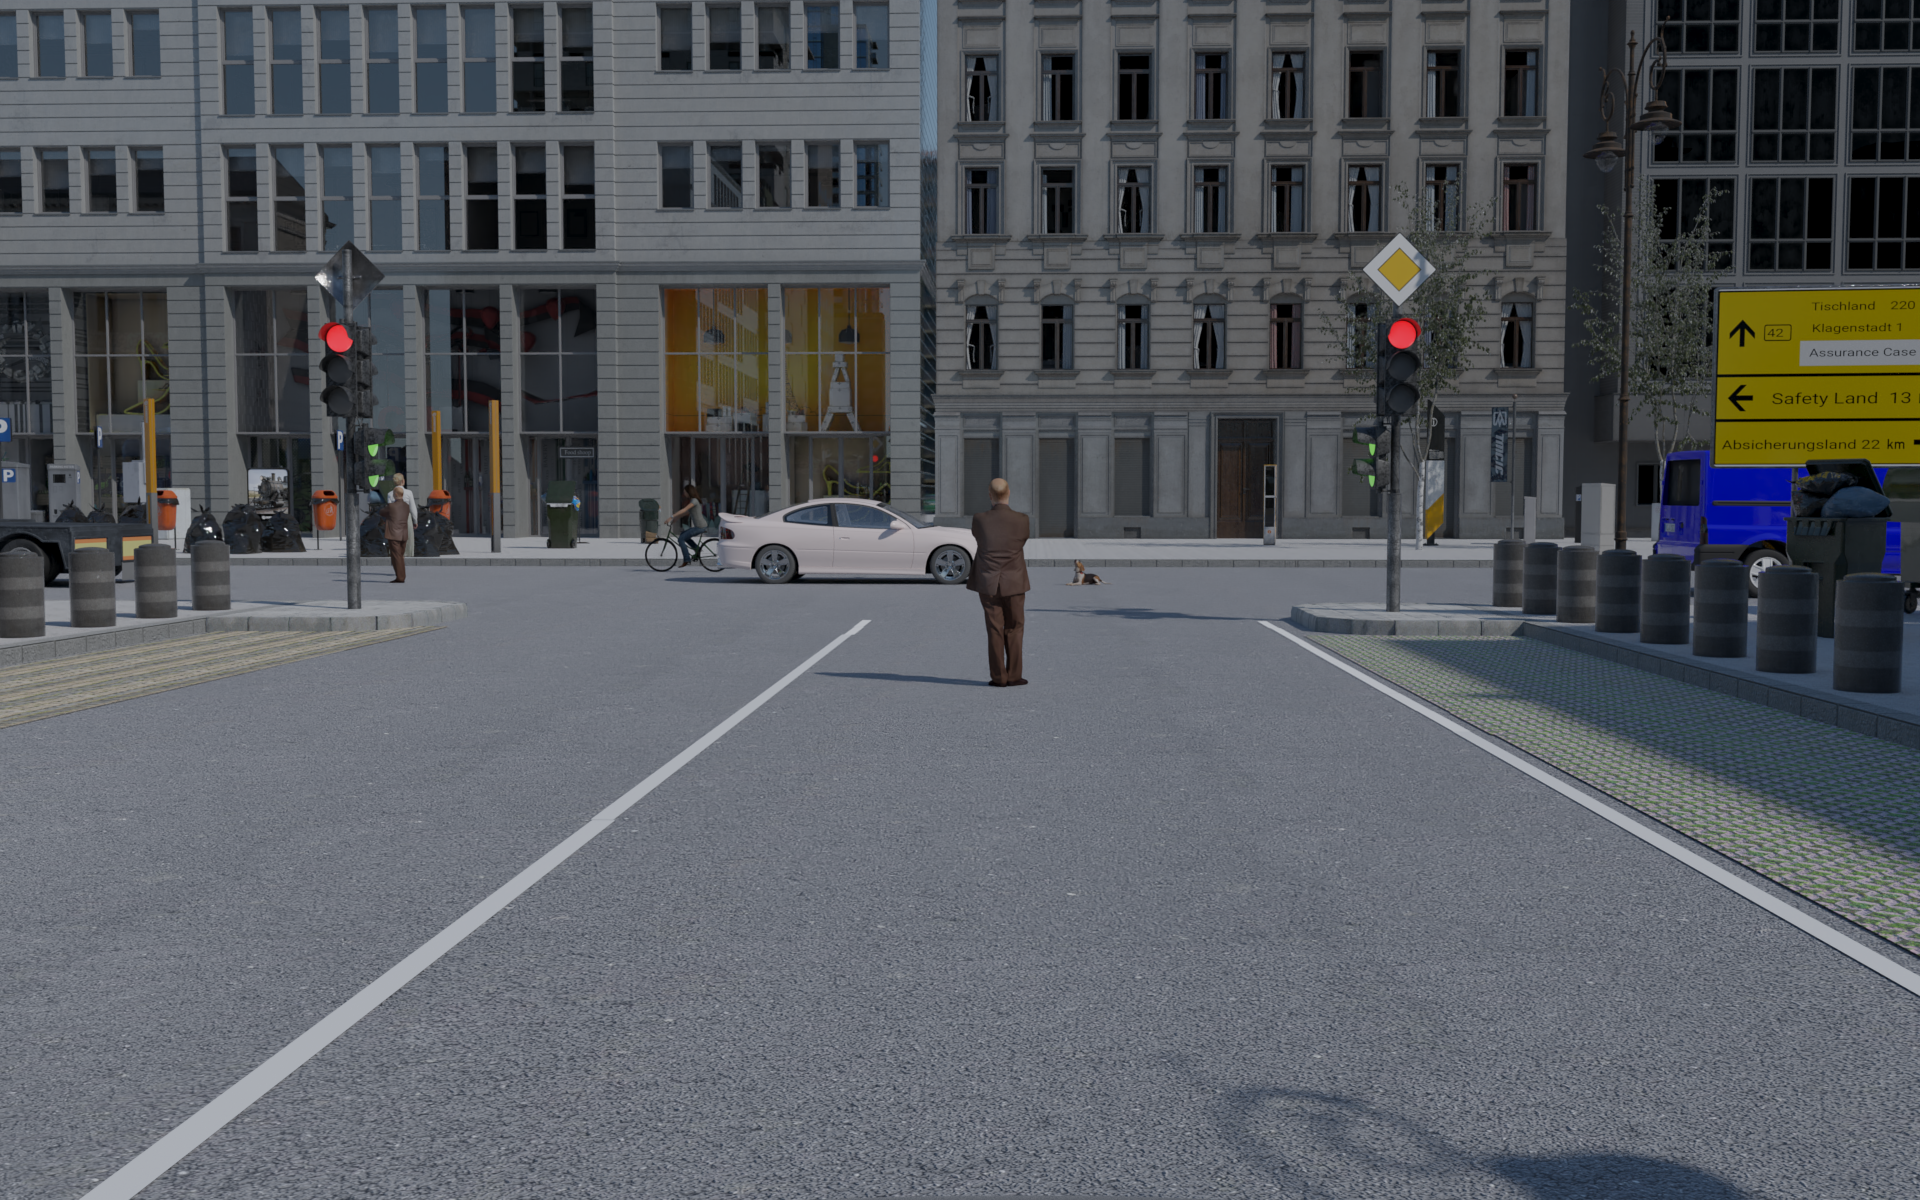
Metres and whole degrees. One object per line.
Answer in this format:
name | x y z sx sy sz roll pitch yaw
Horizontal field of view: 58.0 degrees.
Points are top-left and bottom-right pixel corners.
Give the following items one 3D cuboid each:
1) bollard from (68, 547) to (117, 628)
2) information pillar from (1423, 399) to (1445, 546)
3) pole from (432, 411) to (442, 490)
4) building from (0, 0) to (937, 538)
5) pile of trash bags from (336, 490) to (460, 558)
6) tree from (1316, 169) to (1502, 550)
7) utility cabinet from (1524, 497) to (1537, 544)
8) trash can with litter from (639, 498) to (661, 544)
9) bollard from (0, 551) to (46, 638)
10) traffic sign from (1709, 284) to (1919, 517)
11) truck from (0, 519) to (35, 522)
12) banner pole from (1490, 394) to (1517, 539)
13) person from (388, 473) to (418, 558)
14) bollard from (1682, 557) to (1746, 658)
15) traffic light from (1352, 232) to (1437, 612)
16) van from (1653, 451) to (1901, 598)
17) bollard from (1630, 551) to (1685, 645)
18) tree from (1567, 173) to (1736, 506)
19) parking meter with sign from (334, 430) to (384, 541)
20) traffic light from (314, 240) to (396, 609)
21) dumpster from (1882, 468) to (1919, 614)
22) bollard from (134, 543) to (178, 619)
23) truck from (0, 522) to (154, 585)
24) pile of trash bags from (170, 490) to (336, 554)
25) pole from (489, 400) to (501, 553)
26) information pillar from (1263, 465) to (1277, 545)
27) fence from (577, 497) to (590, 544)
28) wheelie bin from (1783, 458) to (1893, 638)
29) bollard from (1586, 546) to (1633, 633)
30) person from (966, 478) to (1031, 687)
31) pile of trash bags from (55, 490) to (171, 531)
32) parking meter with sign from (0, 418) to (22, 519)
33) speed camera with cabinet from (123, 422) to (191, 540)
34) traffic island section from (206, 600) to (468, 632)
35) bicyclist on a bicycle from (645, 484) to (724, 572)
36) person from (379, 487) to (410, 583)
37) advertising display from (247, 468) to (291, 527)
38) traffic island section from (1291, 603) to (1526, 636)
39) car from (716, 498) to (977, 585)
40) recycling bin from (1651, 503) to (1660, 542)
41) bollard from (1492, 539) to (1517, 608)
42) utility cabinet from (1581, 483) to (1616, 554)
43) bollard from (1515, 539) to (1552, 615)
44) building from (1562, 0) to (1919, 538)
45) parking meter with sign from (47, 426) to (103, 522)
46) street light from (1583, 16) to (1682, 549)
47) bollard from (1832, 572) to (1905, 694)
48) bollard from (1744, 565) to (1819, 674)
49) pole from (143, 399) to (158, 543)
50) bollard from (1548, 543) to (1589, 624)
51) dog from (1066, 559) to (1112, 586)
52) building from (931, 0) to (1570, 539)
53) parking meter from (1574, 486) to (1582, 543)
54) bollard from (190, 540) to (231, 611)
bollard | -8.401 -0.126 16.770 0.404 0.777 0.398 0 3 0
information pillar | 11.766 -3.155 42.931 0.504 3.616 0.183 -1 4 -20
pole | -12.837 -2.977 42.524 0.158 3.312 0.155 0 3 0
building | -15.632 -16.969 54.930 29.804 29.767 11.434 0 4 2
pile of trash bags | -11.480 -1.640 36.562 1.912 1.369 3.447 0 4 2
tree | 10.519 -5.473 39.843 4.360 8.622 3.978 0 3 0
utility cabinet | 14.519 -2.014 44.098 0.306 1.237 1.020 1 4 18
trash can with litter | -7.977 -2.050 44.907 0.624 1.170 1.055 -1 4 -20
bollard | -8.453 -0.052 15.563 0.404 0.777 0.398 0 3 0
traffic sign | 8.535 -1.413 16.975 2.265 3.308 0.079 1 4 9
truck | -27.406 -2.631 32.783 18.799 4.110 2.967 0 4 2
banner pole | 13.722 -3.278 43.614 0.401 3.779 0.863 -3 5 -43
person | -9.834 -1.328 30.434 0.478 1.798 0.641 0 4 3
bollard | 6.029 0.061 13.726 0.404 0.777 0.398 0 3 0
traffic light | 4.703 -1.825 18.767 0.839 4.253 0.868 0 4 2
van | 12.735 -1.227 24.447 5.245 2.365 2.240 0 4 4
bollard | 6.080 -0.013 14.926 0.404 0.777 0.398 0 3 0
tree | 16.065 -5.449 39.457 4.360 8.622 3.978 0 3 0
parking meter with sign | -16.130 -3.126 47.378 1.738 3.016 0.543 0 4 -3
traffic light | -6.749 -1.854 19.233 0.839 4.253 0.868 0 4 2
dumpster | 10.635 -0.930 17.699 1.502 2.255 1.985 0 4 3
bollard | -8.351 -0.200 17.983 0.404 0.777 0.398 0 3 0
truck | -22.725 -2.325 27.766 18.799 4.110 2.967 0 4 3
pile of trash bags | -15.270 -1.751 38.378 1.912 1.369 3.447 2 4 32
pole | -10.150 -2.687 37.783 0.158 3.312 0.155 0 3 0
information pillar | 7.782 -2.384 43.472 0.304 2.012 0.304 1 4 14
fence | -10.253 -2.117 45.811 0.480 1.192 2.264 -1 4 -22
wheelie bin | 7.893 -0.469 15.581 0.693 1.594 0.980 -2 4 -25
bollard | 6.132 -0.086 16.127 0.404 0.777 0.398 0 3 0
person | 0.286 -0.132 12.935 0.482 1.546 0.388 0 4 1
pile of trash bags | -19.427 -1.863 40.219 3.447 1.369 1.912 2 4 25
parking meter with sign | -22.033 -2.702 40.433 0.543 3.016 1.738 0 4 -6
speed camera with cabinet | -22.446 -3.308 48.414 0.660 3.252 2.038 1 4 15
traffic island section | -6.789 0.178 19.369 2.009 0.180 2.903 0 4 2
bicyclist on a bicycle | -4.993 -1.329 31.744 1.625 1.676 1.499 0 4 3
person | -9.100 -1.047 27.891 0.388 1.546 0.482 2 4 30
advertising display | -16.886 -2.270 42.330 0.974 1.923 0.123 -1 4 -12
traffic island section | 4.742 0.208 18.880 2.009 0.180 2.903 0 4 2
car | -1.559 -0.975 28.298 4.827 1.381 2.083 0 4 4
recycling bin | 19.197 -2.106 46.980 0.722 1.027 0.722 2 4 31
bollard | 6.285 -0.308 19.748 0.404 0.777 0.398 0 3 0
utility cabinet | 13.040 -1.633 35.377 0.318 1.500 1.173 0 4 2
bollard | 6.236 -0.234 18.547 0.404 0.777 0.398 0 3 0
building | 29.573 -15.977 54.736 24.014 27.812 14.314 0 4 2
parking meter with sign | -22.911 -2.938 44.296 1.738 3.016 0.543 -1 4 -15
street light | 6.699 -2.730 17.428 0.468 5.910 1.993 0 4 2
bollard | 5.931 0.209 11.308 0.404 0.777 0.398 0 3 0
bollard | 5.982 0.134 12.525 0.404 0.777 0.398 0 3 0
pole | -17.343 -2.647 37.128 0.158 3.312 0.155 0 3 0
bollard | 6.182 -0.160 17.328 0.404 0.777 0.398 0 3 0
dog | 2.043 -0.435 27.300 0.748 0.427 0.550 0 4 6
building | 8.347 -12.489 53.343 18.267 20.994 9.793 0 4 2
parking meter | 16.299 -2.258 45.337 0.372 1.533 0.369 0 3 0
bollard | -8.299 -0.273 19.184 0.404 0.777 0.398 0 3 0
